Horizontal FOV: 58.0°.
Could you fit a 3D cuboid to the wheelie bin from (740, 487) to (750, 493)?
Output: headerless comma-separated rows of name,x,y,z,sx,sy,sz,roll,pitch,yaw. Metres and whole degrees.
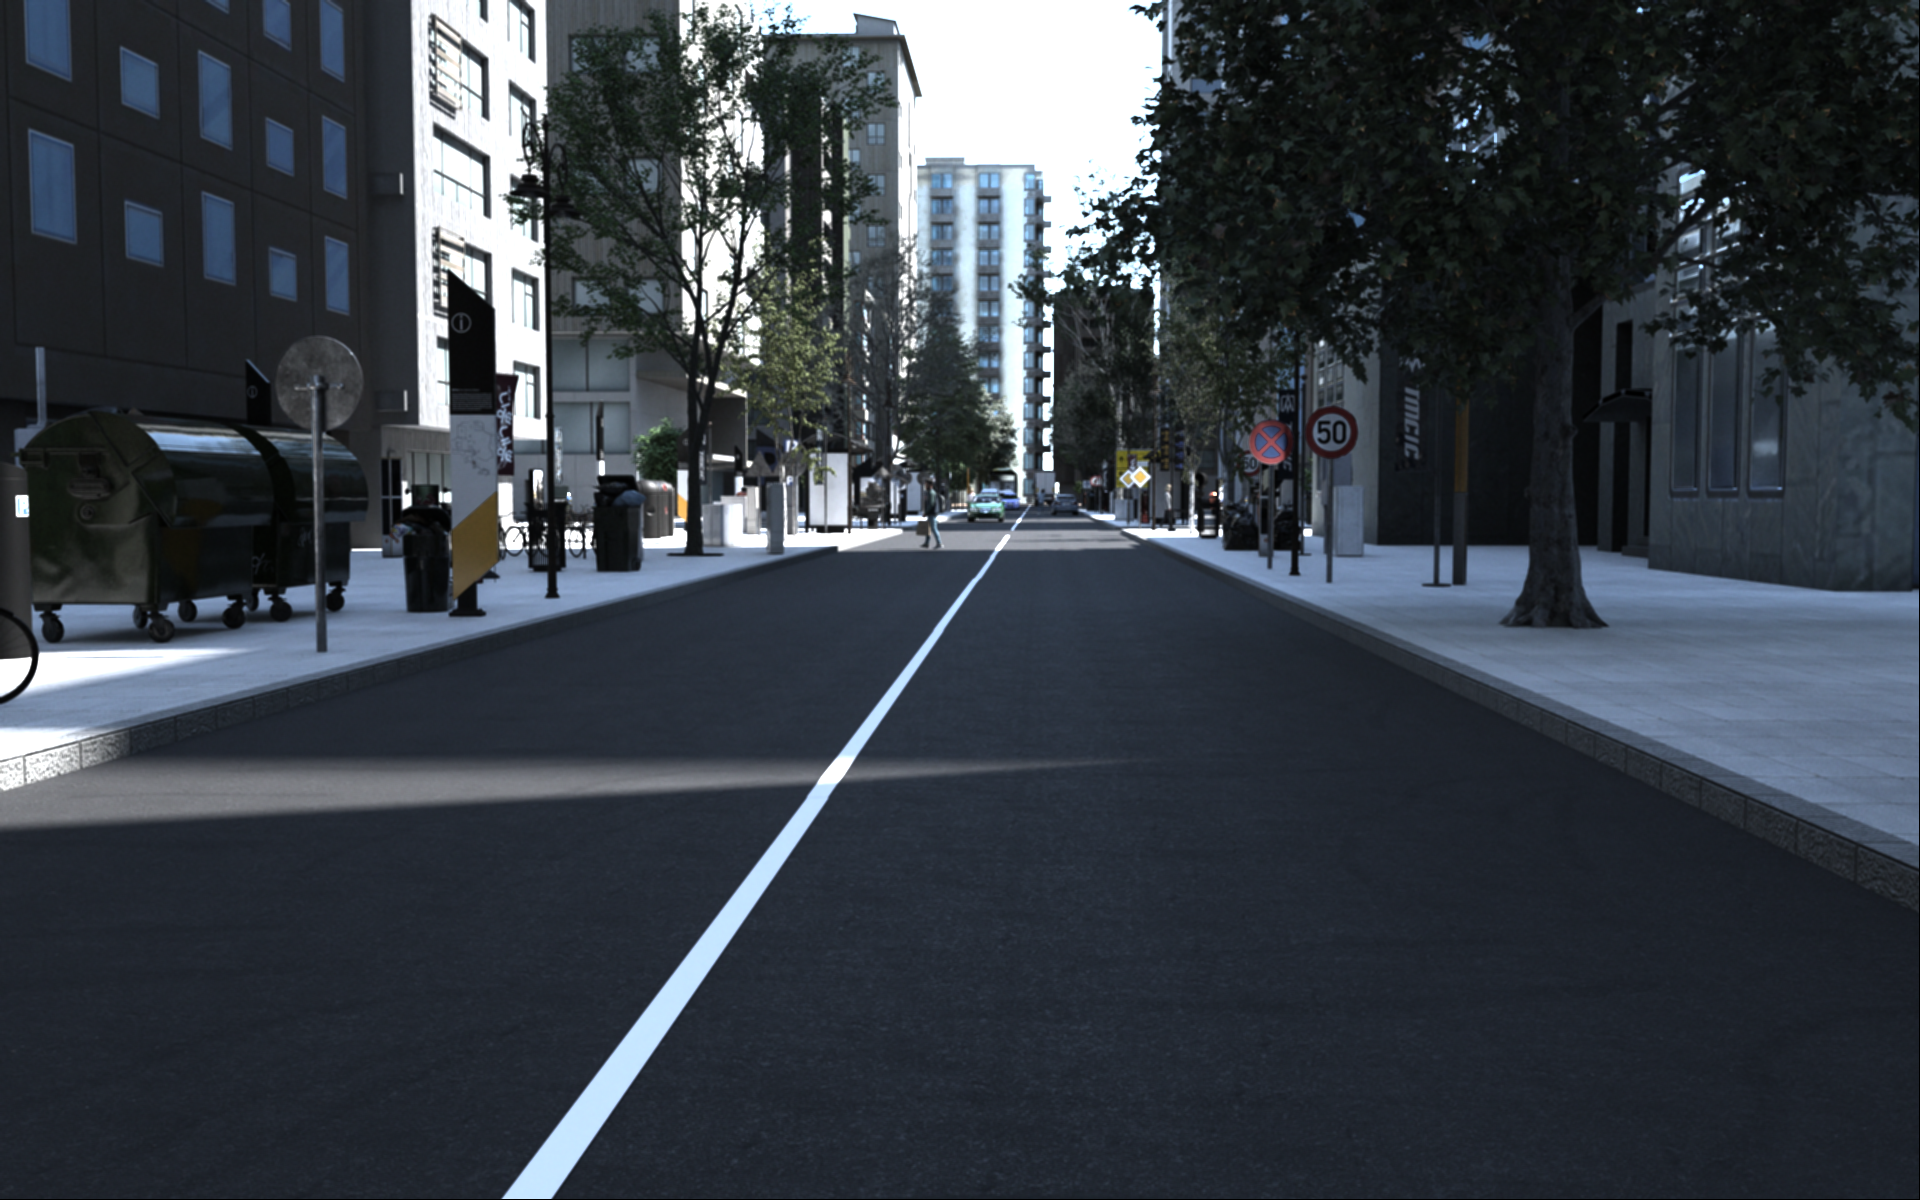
wheelie bin,-9.859,-4.452,80.697,0.980,1.594,0.693,1,4,11

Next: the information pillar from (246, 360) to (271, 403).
information pillar,-12.212,-2.376,30.199,0.504,3.616,0.183,1,4,22

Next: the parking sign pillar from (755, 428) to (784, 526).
parking sign pillar,-7.690,-5.037,70.823,1.447,3.967,1.447,0,4,4

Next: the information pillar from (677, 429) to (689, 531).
information pillar,-9.475,-4.176,59.639,0.504,3.616,0.183,0,4,1

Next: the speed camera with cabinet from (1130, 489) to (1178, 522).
speed camera with cabinet,9.054,-5.244,80.078,2.038,3.252,0.660,0,4,-3

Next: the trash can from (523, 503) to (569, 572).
trash can,-6.855,-1.045,28.738,0.748,1.137,0.748,0,3,0

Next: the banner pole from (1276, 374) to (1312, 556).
banner pole,7.009,-2.835,36.372,0.401,3.779,0.863,-3,5,-45

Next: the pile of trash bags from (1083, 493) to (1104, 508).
pile of trash bags,11.091,-8.012,140.753,1.912,1.369,3.447,-2,4,-31

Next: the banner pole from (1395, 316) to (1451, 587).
banner pole,6.444,-2.087,24.134,0.863,3.779,0.401,2,4,35

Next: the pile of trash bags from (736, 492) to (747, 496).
pile of trash bags,-8.578,-3.964,74.556,1.912,1.369,3.447,-3,5,-43

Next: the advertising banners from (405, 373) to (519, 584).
advertising banners,-7.014,-1.736,24.579,0.090,3.025,2.074,2,4,33

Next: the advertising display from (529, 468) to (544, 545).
advertising display,-10.682,-2.353,43.687,0.123,1.923,0.974,0,4,0

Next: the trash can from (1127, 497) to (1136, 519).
trash can,8.924,-4.745,89.228,0.748,1.137,0.748,0,3,0

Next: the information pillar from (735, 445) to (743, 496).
information pillar,-10.610,-5.606,83.006,0.183,3.616,0.504,3,4,37

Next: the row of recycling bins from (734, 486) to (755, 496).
row of recycling bins,-14.055,-6.282,109.821,3.534,1.692,1.069,1,4,14

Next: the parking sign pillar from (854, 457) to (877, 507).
parking sign pillar,-6.983,-8.339,124.821,1.447,3.967,1.447,0,4,5

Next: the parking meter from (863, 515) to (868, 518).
parking meter,-5.045,-5.202,93.462,0.372,1.533,0.369,0,3,0

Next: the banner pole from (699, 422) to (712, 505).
banner pole,-8.905,-4.313,60.533,0.863,3.779,0.401,2,4,33

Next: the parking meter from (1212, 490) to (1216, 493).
parking meter,15.530,-5.935,105.444,0.372,1.533,0.369,0,3,0

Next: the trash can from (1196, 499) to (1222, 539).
trash can,7.206,-2.354,50.143,0.748,1.137,0.748,0,3,0

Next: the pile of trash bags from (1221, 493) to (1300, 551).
pile of trash bags,7.139,-1.902,40.850,1.912,1.369,3.447,1,4,11

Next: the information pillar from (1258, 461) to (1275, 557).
information pillar,6.285,-1.897,35.515,0.304,2.012,0.304,1,4,9

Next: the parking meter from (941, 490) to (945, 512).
parking meter,-1.249,-6.956,122.148,0.372,1.533,0.369,0,3,0

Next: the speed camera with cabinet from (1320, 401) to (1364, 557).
speed camera with cabinet,8.015,-2.567,36.302,0.660,3.252,2.038,0,4,2

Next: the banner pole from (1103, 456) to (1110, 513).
banner pole,9.691,-7.613,114.494,0.863,3.779,0.401,-2,4,-35

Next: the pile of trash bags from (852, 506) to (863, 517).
pile of trash bags,-6.414,-5.270,95.910,3.447,1.369,1.912,1,4,18

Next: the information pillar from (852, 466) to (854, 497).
information pillar,-8.364,-8.802,135.263,0.504,3.616,0.183,-2,4,-26

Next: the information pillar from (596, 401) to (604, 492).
information pillar,-8.977,-3.175,43.258,0.183,3.616,0.504,0,3,0

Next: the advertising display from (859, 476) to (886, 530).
advertising display,-3.138,-3.491,62.288,0.974,1.923,0.123,0,4,2

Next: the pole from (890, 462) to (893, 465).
pole,-4.207,-6.897,106.614,0.158,3.312,0.155,0,3,0

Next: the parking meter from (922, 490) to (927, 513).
parking meter,-2.702,-7.558,131.983,0.372,1.533,0.369,0,3,0

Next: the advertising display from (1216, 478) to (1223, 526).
advertising display,10.534,-3.958,69.932,0.123,1.923,0.974,2,4,26

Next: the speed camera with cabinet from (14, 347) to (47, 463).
speed camera with cabinet,-12.857,-1.746,22.880,2.038,3.252,0.660,-2,4,-33

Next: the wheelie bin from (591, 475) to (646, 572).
wheelie bin,-5.680,-1.275,28.758,0.980,1.594,0.693,1,4,10

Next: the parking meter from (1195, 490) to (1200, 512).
parking meter,15.866,-6.548,115.466,0.372,1.533,0.369,0,3,0

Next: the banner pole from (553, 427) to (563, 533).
banner pole,-13.287,-4.095,56.970,0.401,3.779,0.863,-3,5,-45

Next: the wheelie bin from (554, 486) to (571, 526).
wheelie bin,-16.235,-3.819,70.342,0.980,1.594,0.693,0,4,1

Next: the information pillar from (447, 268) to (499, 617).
information pillar,-5.097,-1.636,18.105,0.504,3.616,0.183,0,4,-1

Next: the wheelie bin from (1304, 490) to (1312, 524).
wheelie bin,15.261,-4.087,74.735,0.980,1.594,0.693,1,4,9

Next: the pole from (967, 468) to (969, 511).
pole,0.638,-8.633,134.997,0.158,3.312,0.155,0,3,0

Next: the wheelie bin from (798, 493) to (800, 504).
wheelie bin,-8.658,-4.956,88.936,0.980,1.594,0.693,3,4,37

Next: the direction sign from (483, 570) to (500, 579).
direction sign,-7.210,-2.098,26.303,0.379,3.537,0.876,0,4,4

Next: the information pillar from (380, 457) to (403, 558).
information pillar,-11.455,-1.861,34.919,0.304,2.012,0.304,2,4,33

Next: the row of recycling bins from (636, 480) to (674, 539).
row of recycling bins,-9.062,-2.673,50.813,1.069,1.692,3.534,0,4,-1

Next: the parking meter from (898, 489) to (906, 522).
parking meter,-2.708,-4.421,80.701,0.372,1.533,0.369,0,3,0

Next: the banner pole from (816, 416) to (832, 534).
banner pole,-4.440,-4.026,55.839,0.401,3.779,0.863,-2,4,-32

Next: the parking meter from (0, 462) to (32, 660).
parking meter,-7.462,-0.312,13.506,0.372,1.533,0.369,0,3,0

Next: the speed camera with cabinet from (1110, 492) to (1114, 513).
speed camera with cabinet,11.046,-7.403,115.379,2.038,3.252,0.660,0,4,-4

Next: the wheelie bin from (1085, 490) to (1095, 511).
wheelie bin,10.014,-7.625,132.569,0.693,1.594,0.980,-2,4,-33

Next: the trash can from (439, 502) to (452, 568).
trash can,-8.752,-1.142,30.320,0.748,1.137,0.748,0,3,0

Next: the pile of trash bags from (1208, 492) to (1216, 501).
pile of trash bags,15.599,-5.439,98.672,3.447,1.369,1.912,-2,4,-29

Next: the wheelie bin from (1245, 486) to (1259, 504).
wheelie bin,11.972,-3.777,69.655,0.980,1.594,0.693,-1,4,-11

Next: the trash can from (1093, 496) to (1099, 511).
trash can,10.422,-7.310,131.171,0.748,1.137,0.748,0,3,0

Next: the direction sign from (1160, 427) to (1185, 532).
direction sign,7.216,-4.093,58.919,0.876,3.537,0.379,2,4,30

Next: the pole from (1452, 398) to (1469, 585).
pole,7.065,-1.869,24.400,0.158,3.312,0.155,0,3,0

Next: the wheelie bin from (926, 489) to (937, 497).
wheelie bin,-1.865,-6.570,115.320,0.980,1.594,0.693,-3,5,-45
